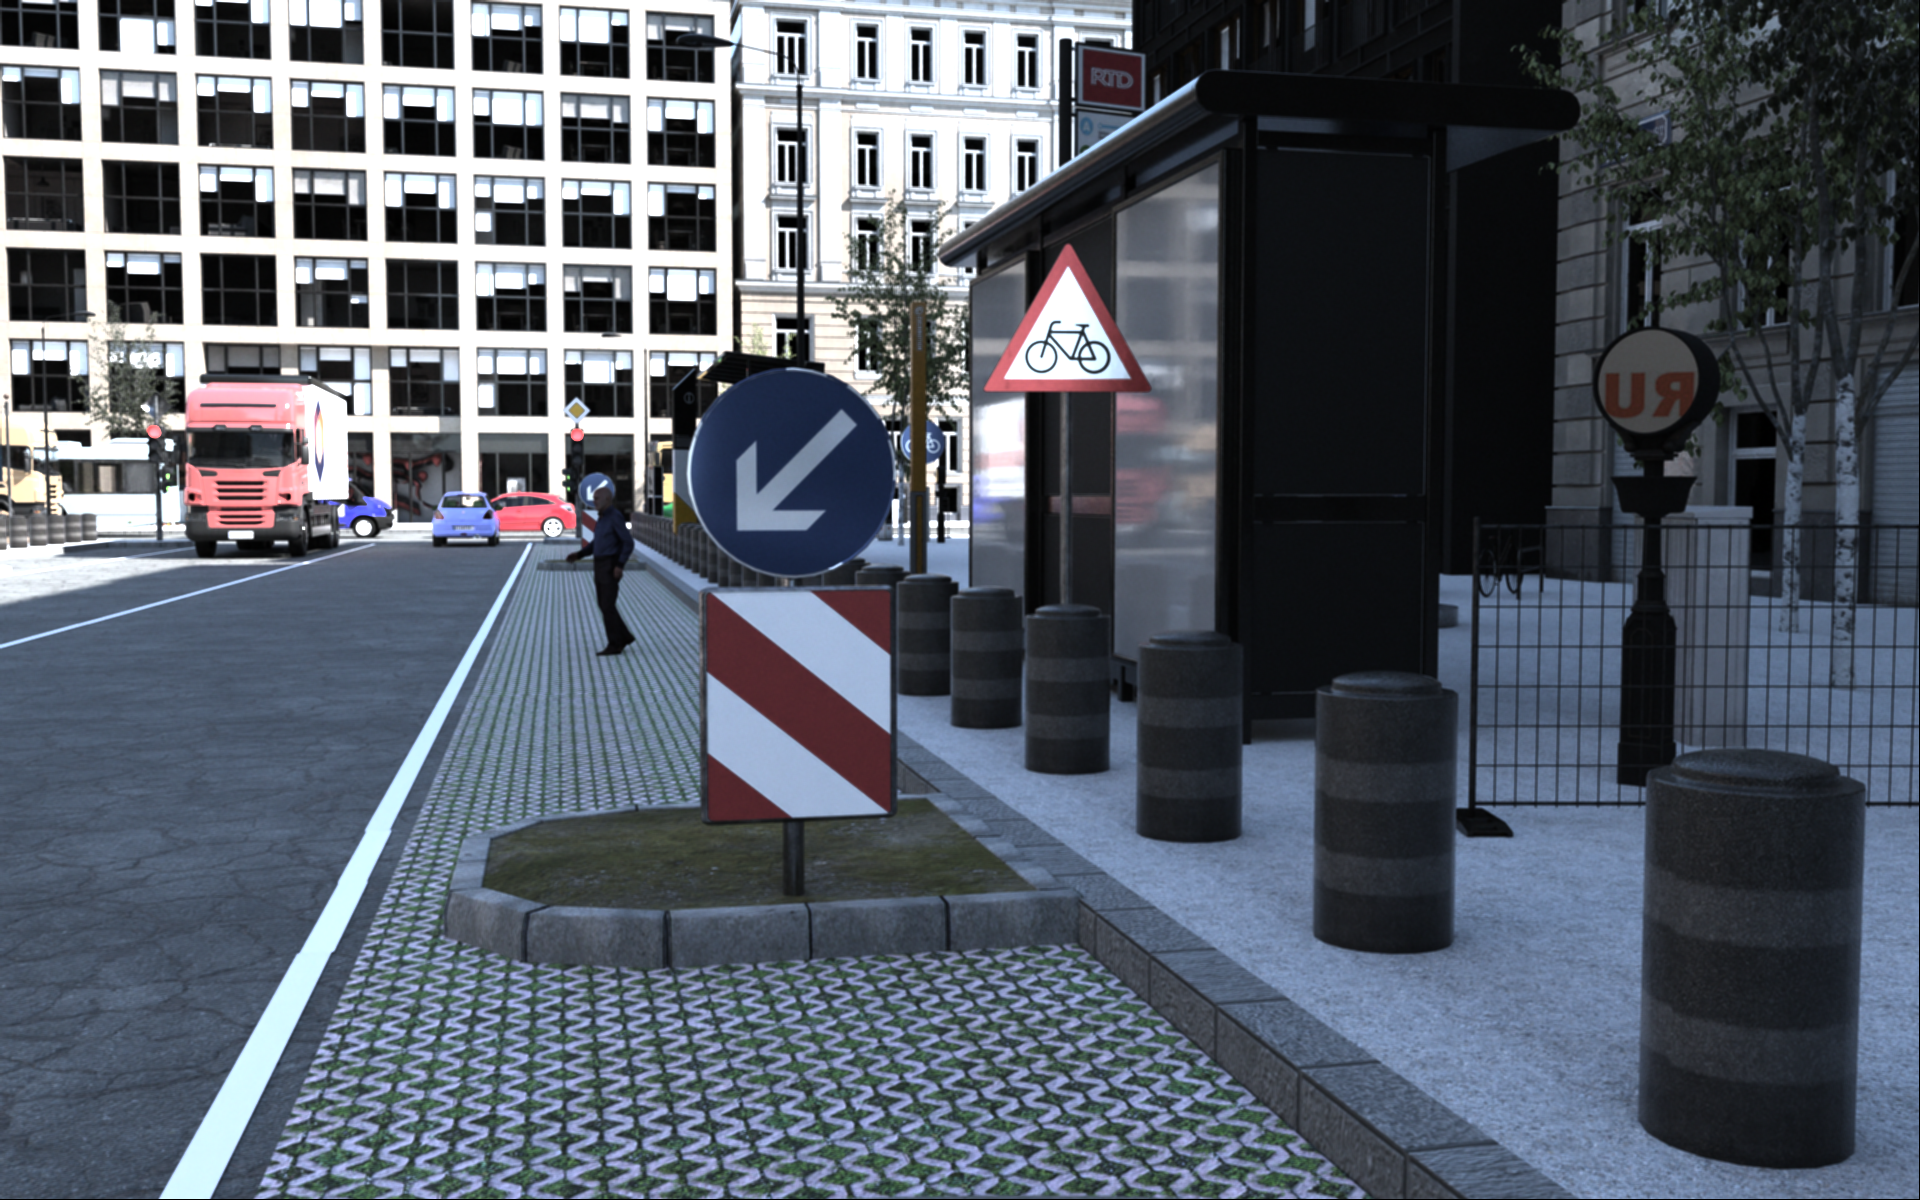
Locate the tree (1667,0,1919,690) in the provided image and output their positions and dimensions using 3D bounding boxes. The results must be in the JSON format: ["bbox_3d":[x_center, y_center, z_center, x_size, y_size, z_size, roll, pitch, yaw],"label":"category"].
[{"bbox_3d":[5.882,-3.704,10.926,4.360,8.622,3.978,0,3,0],"label":"tree"}]

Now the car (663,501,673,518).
[{"bbox_3d":[-7.480,-2.790,54.416,4.718,1.807,1.959,-1,4,-11],"label":"car"}]

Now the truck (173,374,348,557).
[{"bbox_3d":[-17.019,-3.299,42.859,2.839,4.237,11.283,-1,4,-14],"label":"truck"}]

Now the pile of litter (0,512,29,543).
[{"bbox_3d":[-24.896,-1.917,45.311,1.719,0.858,1.176,-3,4,-36],"label":"pile of litter"}]

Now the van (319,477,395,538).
[{"bbox_3d":[-21.229,-3.193,56.584,5.245,2.365,2.240,-1,4,-12],"label":"van"}]

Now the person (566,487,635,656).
[{"bbox_3d":[-3.199,-0.258,15.412,0.600,1.496,0.574,-1,4,-11],"label":"person"}]

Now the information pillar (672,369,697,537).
[{"bbox_3d":[-5.122,-2.504,32.288,0.504,3.616,0.183,-3,5,-39],"label":"information pillar"}]

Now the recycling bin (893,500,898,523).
[{"bbox_3d":[-3.187,-4.002,77.991,0.722,1.027,0.722,2,4,26],"label":"recycling bin"}]

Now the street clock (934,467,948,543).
[{"bbox_3d":[-0.499,-2.511,45.623,0.358,2.002,0.471,0,4,-6],"label":"street clock"}]

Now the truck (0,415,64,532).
[{"bbox_3d":[-33.158,-3.924,53.068,11.283,4.237,2.839,-1,4,-12],"label":"truck"}]

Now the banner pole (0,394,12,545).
[{"bbox_3d":[-23.933,-3.251,43.174,0.401,3.779,0.863,2,4,27],"label":"banner pole"}]

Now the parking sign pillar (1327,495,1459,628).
[{"bbox_3d":[4.178,-1.745,17.008,1.447,3.967,1.447,-3,5,-41],"label":"parking sign pillar"}]

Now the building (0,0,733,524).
[{"bbox_3d":[-28.922,-17.024,82.852,34.151,26.468,19.350,-1,4,-13],"label":"building"}]

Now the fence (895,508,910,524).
[{"bbox_3d":[-2.098,-3.538,73.228,0.278,0.683,2.069,-3,5,-42],"label":"fence"}]

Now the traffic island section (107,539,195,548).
[{"bbox_3d":[-22.034,-1.552,47.648,2.009,0.180,2.903,-1,4,-13],"label":"traffic island section"}]

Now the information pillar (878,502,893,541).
[{"bbox_3d":[-2.061,-2.645,47.746,0.304,2.012,0.304,3,5,44],"label":"information pillar"}]

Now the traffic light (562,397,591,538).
[{"bbox_3d":[-11.076,-3.740,50.071,0.839,4.253,0.868,-1,4,-13],"label":"traffic light"}]

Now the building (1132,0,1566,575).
[{"bbox_3d":[11.950,-12.603,35.733,12.332,23.373,15.834,-1,4,-13],"label":"building"}]

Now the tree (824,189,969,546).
[{"bbox_3d":[-1.237,-5.660,42.900,4.737,8.622,4.395,0,3,0],"label":"tree"}]

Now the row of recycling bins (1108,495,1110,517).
[{"bbox_3d":[9.214,-6.177,108.108,1.069,1.692,3.534,0,4,-5],"label":"row of recycling bins"}]

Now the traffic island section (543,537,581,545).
[{"bbox_3d":[-11.035,-1.707,50.195,2.009,0.180,2.903,-1,4,-13],"label":"traffic island section"}]

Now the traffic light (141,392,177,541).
[{"bbox_3d":[-21.993,-3.584,47.523,0.839,4.253,0.868,-1,4,-13],"label":"traffic light"}]

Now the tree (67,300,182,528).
[{"bbox_3d":[-31.301,-7.037,65.421,4.360,8.622,3.978,0,3,0],"label":"tree"}]

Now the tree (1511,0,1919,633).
[{"bbox_3d":[7.640,-4.019,16.076,4.737,8.622,4.395,0,3,0],"label":"tree"}]

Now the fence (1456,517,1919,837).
[{"bbox_3d":[3.029,0.277,6.666,2.264,1.192,0.480,0,4,0],"label":"fence"}]

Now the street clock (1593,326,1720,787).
[{"bbox_3d":[3.039,-0.186,7.608,0.471,2.002,0.358,3,5,43],"label":"street clock"}]

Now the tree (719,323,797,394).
[{"bbox_3d":[-8.131,-7.559,73.944,4.737,8.622,4.395,0,3,0],"label":"tree"}]

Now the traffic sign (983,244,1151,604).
[{"bbox_3d":[0.558,-0.557,9.106,0.884,2.594,0.081,0,4,-6],"label":"traffic sign"}]

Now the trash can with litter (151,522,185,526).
[{"bbox_3d":[-31.614,-3.579,69.581,1.678,1.210,2.233,0,4,-7],"label":"trash can with litter"}]

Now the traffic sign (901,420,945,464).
[{"bbox_3d":[-0.642,-1.815,29.776,0.768,2.556,0.104,-1,4,-8],"label":"traffic sign"}]

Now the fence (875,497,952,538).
[{"bbox_3d":[-1.388,-2.437,51.042,2.264,1.192,0.480,0,4,2],"label":"fence"}]

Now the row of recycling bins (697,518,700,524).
[{"bbox_3d":[-5.108,-1.948,38.963,1.069,1.692,3.534,1,4,10],"label":"row of recycling bins"}]

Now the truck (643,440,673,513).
[{"bbox_3d":[-7.376,-4.099,62.940,9.791,3.379,3.469,-1,4,-14],"label":"truck"}]

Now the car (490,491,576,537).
[{"bbox_3d":[-14.923,-2.948,57.234,4.494,1.783,2.155,-1,4,-12],"label":"car"}]

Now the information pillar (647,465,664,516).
[{"bbox_3d":[-7.799,-2.439,44.364,0.304,2.012,0.304,-3,5,-40],"label":"information pillar"}]

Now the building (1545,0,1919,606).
[{"bbox_3d":[17.162,-13.323,15.087,12.463,27.353,25.104,-1,4,-13],"label":"building"}]

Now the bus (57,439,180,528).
[{"bbox_3d":[-33.095,-3.800,56.991,13.247,3.499,2.948,-1,4,-14],"label":"bus"}]

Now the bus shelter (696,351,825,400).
[{"bbox_3d":[-3.700,-2.470,31.674,1.731,3.624,6.357,-1,4,-13],"label":"bus shelter"}]

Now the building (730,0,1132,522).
[{"bbox_3d":[-1.912,-18.380,86.422,20.117,28.700,13.634,-1,4,-13],"label":"building"}]

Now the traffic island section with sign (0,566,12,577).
[{"bbox_3d":[-17.552,-1.294,29.777,1.989,1.847,2.006,-1,4,-13],"label":"traffic island section with sign"}]

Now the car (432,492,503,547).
[{"bbox_3d":[-13.809,-2.379,48.493,1.945,1.707,3.694,-1,4,-13],"label":"car"}]

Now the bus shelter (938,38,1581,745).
[{"bbox_3d":[1.234,-2.165,13.029,2.179,5.291,8.768,-1,4,-13],"label":"bus shelter"}]

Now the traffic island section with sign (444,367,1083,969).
[{"bbox_3d":[-0.795,0.150,6.182,1.989,1.847,2.006,-1,4,-13],"label":"traffic island section with sign"}]
